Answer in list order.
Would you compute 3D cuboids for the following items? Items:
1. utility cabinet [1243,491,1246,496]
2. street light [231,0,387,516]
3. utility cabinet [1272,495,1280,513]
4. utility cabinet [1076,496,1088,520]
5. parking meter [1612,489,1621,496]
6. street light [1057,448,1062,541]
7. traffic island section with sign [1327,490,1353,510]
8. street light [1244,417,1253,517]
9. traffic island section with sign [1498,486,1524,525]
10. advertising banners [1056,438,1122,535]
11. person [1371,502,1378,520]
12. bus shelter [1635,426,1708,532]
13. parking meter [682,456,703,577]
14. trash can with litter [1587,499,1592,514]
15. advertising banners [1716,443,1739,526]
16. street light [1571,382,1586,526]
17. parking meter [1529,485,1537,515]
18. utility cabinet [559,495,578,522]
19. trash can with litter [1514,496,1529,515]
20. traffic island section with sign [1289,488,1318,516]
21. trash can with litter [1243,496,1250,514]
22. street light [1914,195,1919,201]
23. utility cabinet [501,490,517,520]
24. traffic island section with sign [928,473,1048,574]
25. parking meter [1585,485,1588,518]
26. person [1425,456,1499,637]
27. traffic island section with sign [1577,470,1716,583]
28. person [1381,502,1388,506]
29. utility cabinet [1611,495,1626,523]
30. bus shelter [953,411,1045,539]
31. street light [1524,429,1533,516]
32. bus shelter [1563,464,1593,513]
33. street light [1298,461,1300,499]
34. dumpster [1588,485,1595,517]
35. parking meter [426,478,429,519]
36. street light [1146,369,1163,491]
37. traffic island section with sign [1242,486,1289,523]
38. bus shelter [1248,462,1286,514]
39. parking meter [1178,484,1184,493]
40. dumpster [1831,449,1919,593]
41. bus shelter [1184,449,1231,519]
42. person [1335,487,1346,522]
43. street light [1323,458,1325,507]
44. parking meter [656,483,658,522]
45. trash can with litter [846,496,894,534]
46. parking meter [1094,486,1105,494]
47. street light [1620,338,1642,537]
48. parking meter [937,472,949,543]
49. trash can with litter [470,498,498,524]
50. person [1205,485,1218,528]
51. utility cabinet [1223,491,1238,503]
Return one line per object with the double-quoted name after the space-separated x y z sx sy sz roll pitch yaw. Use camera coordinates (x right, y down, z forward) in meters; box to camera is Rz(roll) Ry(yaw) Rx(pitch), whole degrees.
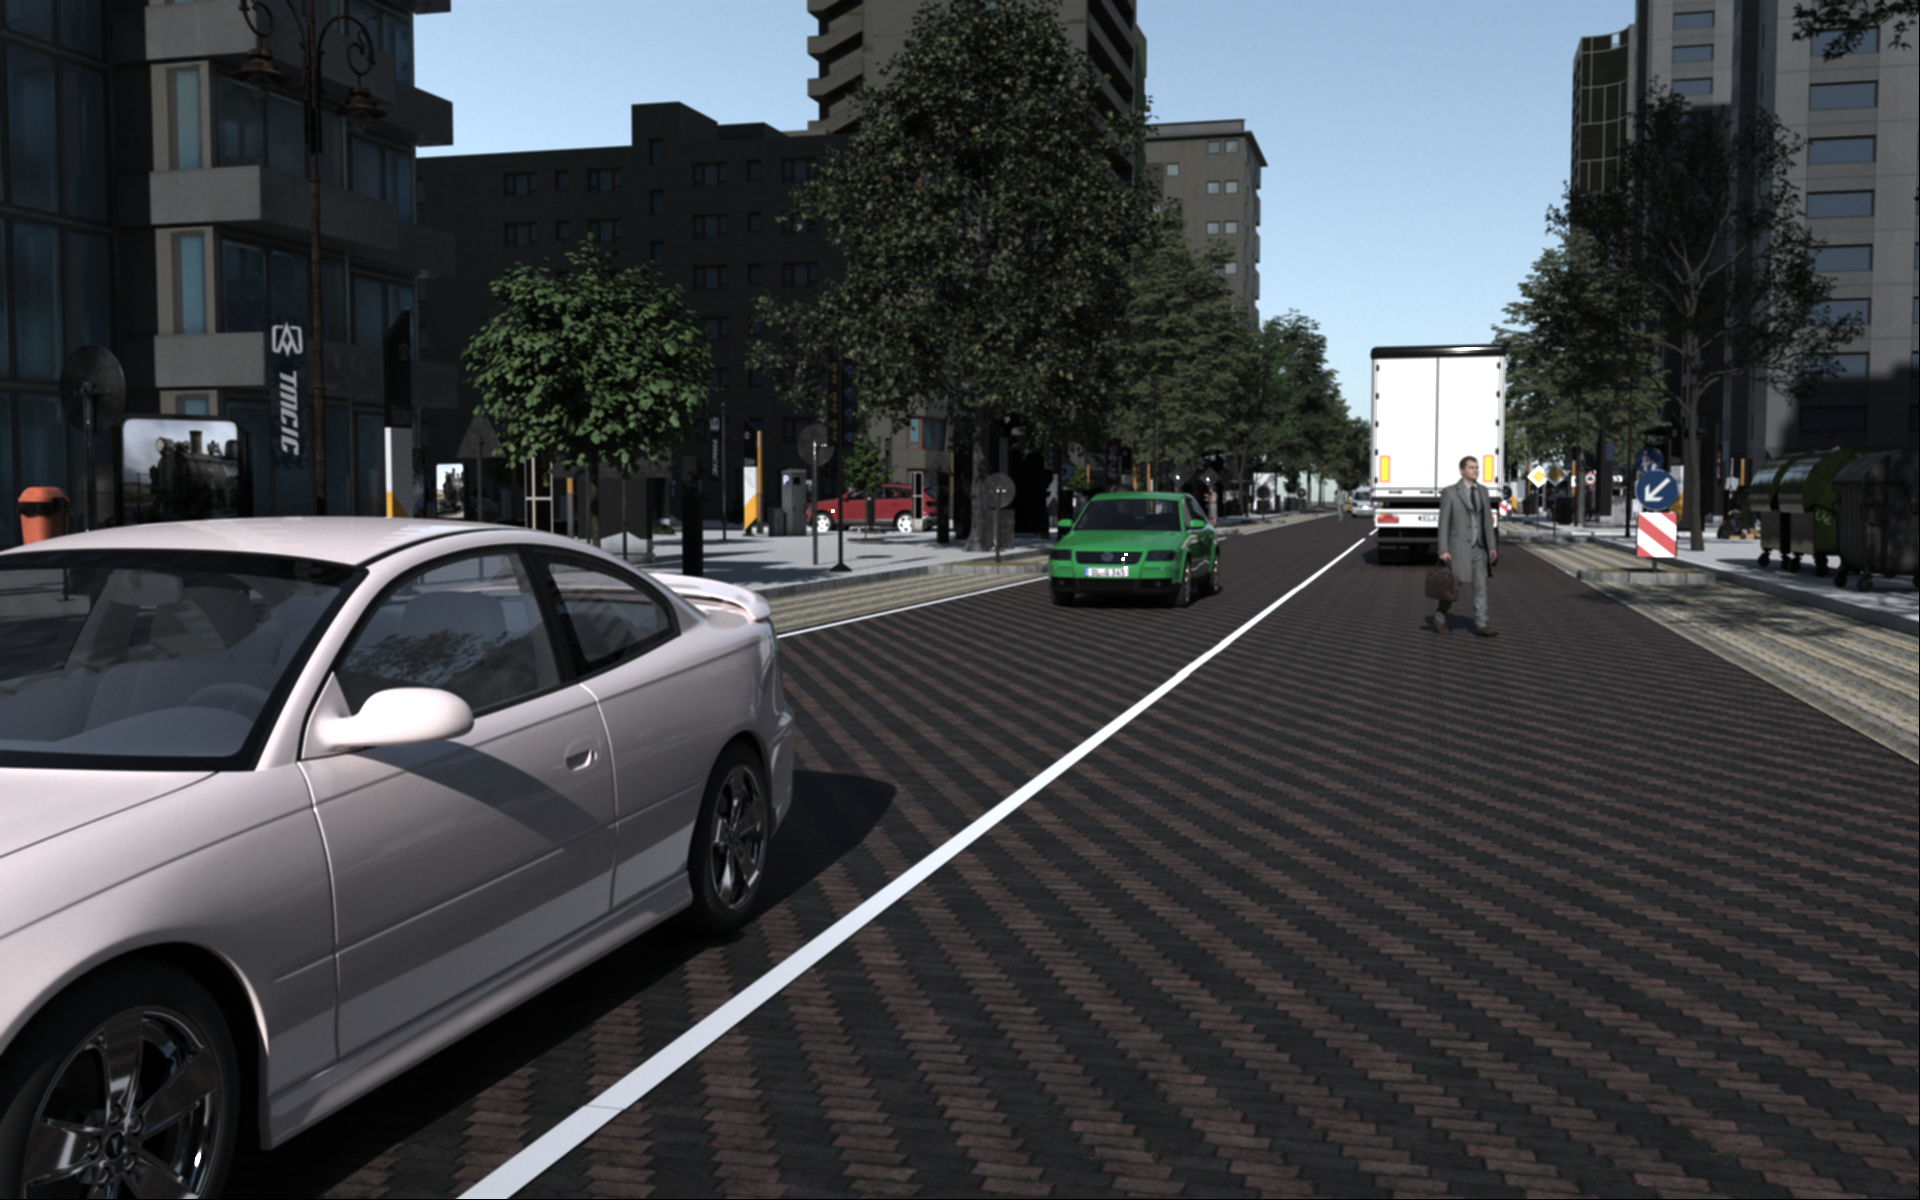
18.917 -6.618 116.880 1.173 1.500 0.318 -2 4 -34 "utility cabinet"
-5.743 -2.611 15.479 0.468 5.910 1.993 1 4 15 "street light"
20.894 -6.406 115.896 1.020 1.237 0.306 -1 4 -11 "utility cabinet"
3.705 -2.550 52.852 0.306 1.237 1.020 1 4 8 "utility cabinet"
30.346 -4.385 80.113 0.372 1.533 0.369 0 3 0 "parking meter"
2.701 -4.527 46.809 0.468 5.910 1.993 1 4 15 "street light"
34.929 -9.237 159.646 1.989 1.847 2.006 1 4 15 "traffic island section with sign"
15.949 -7.544 96.131 0.468 5.910 1.993 1 4 15 "street light"
25.582 -4.477 81.826 1.989 1.847 2.006 1 4 15 "traffic island section with sign"
4.034 -3.549 54.207 2.074 3.025 0.090 0 4 3 "advertising banners"
22.578 -5.076 94.081 0.523 1.515 0.503 1 4 12 "person"
25.475 -4.336 62.175 1.731 3.624 6.357 1 4 15 "bus shelter"
-4.168 -1.301 26.977 0.255 1.863 0.399 0 4 4 "parking meter"
40.327 -6.096 111.057 1.055 1.170 0.624 2 4 27 "trash can with litter"
26.282 -3.863 59.344 0.090 3.025 2.074 0 4 4 "advertising banners"
24.396 -5.850 68.433 0.468 5.910 1.993 1 4 15 "street light"
35.185 -6.157 106.384 0.399 1.863 0.255 2 4 24 "parking meter"
-17.478 -4.061 77.553 1.020 1.237 0.306 3 4 36 "utility cabinet"
35.242 -5.930 108.345 1.055 1.170 0.624 0 4 1 "trash can with litter"
22.004 -6.287 111.413 1.989 1.847 2.006 1 4 15 "traffic island section with sign"
18.378 -6.175 112.347 0.624 1.170 1.055 2 4 29 "trash can with litter"
11.441 -2.890 20.047 0.468 5.910 1.993 1 4 15 "street light"
-21.915 -4.616 84.149 0.318 1.500 1.173 1 4 8 "utility cabinet"
0.621 -1.410 31.674 1.989 1.847 2.006 1 4 15 "traffic island section with sign"
33.147 -5.284 92.110 0.399 1.863 0.255 -1 4 -11 "parking meter"
5.102 -0.541 17.442 0.694 1.812 0.767 -1 4 -19 "person"
11.364 -1.233 28.795 1.989 1.847 2.006 1 4 15 "traffic island section with sign"
32.176 -7.482 130.842 0.660 1.820 0.620 -2 4 -26 "person"
29.063 -4.000 76.557 1.020 1.237 0.306 -3 5 -42 "utility cabinet"
1.400 -3.700 51.771 1.731 3.624 6.357 1 4 15 "bus shelter"
32.940 -7.807 100.430 0.468 5.910 1.993 1 4 15 "street light"
41.612 -7.561 117.543 2.014 3.302 5.546 1 4 15 "bus shelter"
27.062 -10.113 138.136 0.468 5.910 1.993 1 4 15 "street light"
35.886 -5.581 97.006 1.264 1.857 1.865 1 4 15 "dumpster"
-16.863 -2.970 54.264 0.399 1.863 0.255 -1 4 -22 "parking meter"
7.177 -5.571 63.876 0.468 5.910 1.993 1 4 15 "street light"
14.937 -4.675 85.057 1.989 1.847 2.006 1 4 15 "traffic island section with sign"
19.912 -7.248 112.425 2.014 3.302 5.546 1 4 15 "bus shelter"
11.772 -5.260 91.710 0.255 1.863 0.399 -3 5 -45 "parking meter"
12.436 -1.054 22.999 1.264 1.857 1.865 1 4 15 "dumpster"
13.282 -6.212 92.850 1.731 3.624 6.357 1 4 15 "bus shelter"
19.602 -4.936 89.309 0.635 1.810 0.391 -3 5 -41 "person"
35.894 -12.112 170.813 0.468 5.910 1.993 1 4 15 "street light"
-13.872 -4.562 80.295 0.399 1.863 0.255 2 4 31 "parking meter"
-2.943 -2.773 56.398 1.678 1.210 2.233 -1 4 -12 "trash can with litter"
4.452 -2.879 55.484 0.372 1.533 0.369 0 3 0 "parking meter"
19.870 -4.807 51.380 0.468 5.910 1.993 1 4 15 "street light"
-0.442 -2.415 45.192 0.255 1.863 0.399 -1 4 -14 "parking meter"
-11.654 -1.940 43.114 0.624 1.170 1.055 -3 4 -39 "trash can with litter"
9.742 -3.580 67.393 0.532 1.782 0.716 0 4 1 "person"
17.230 -6.242 110.734 1.173 1.500 0.318 2 4 24 "utility cabinet"
